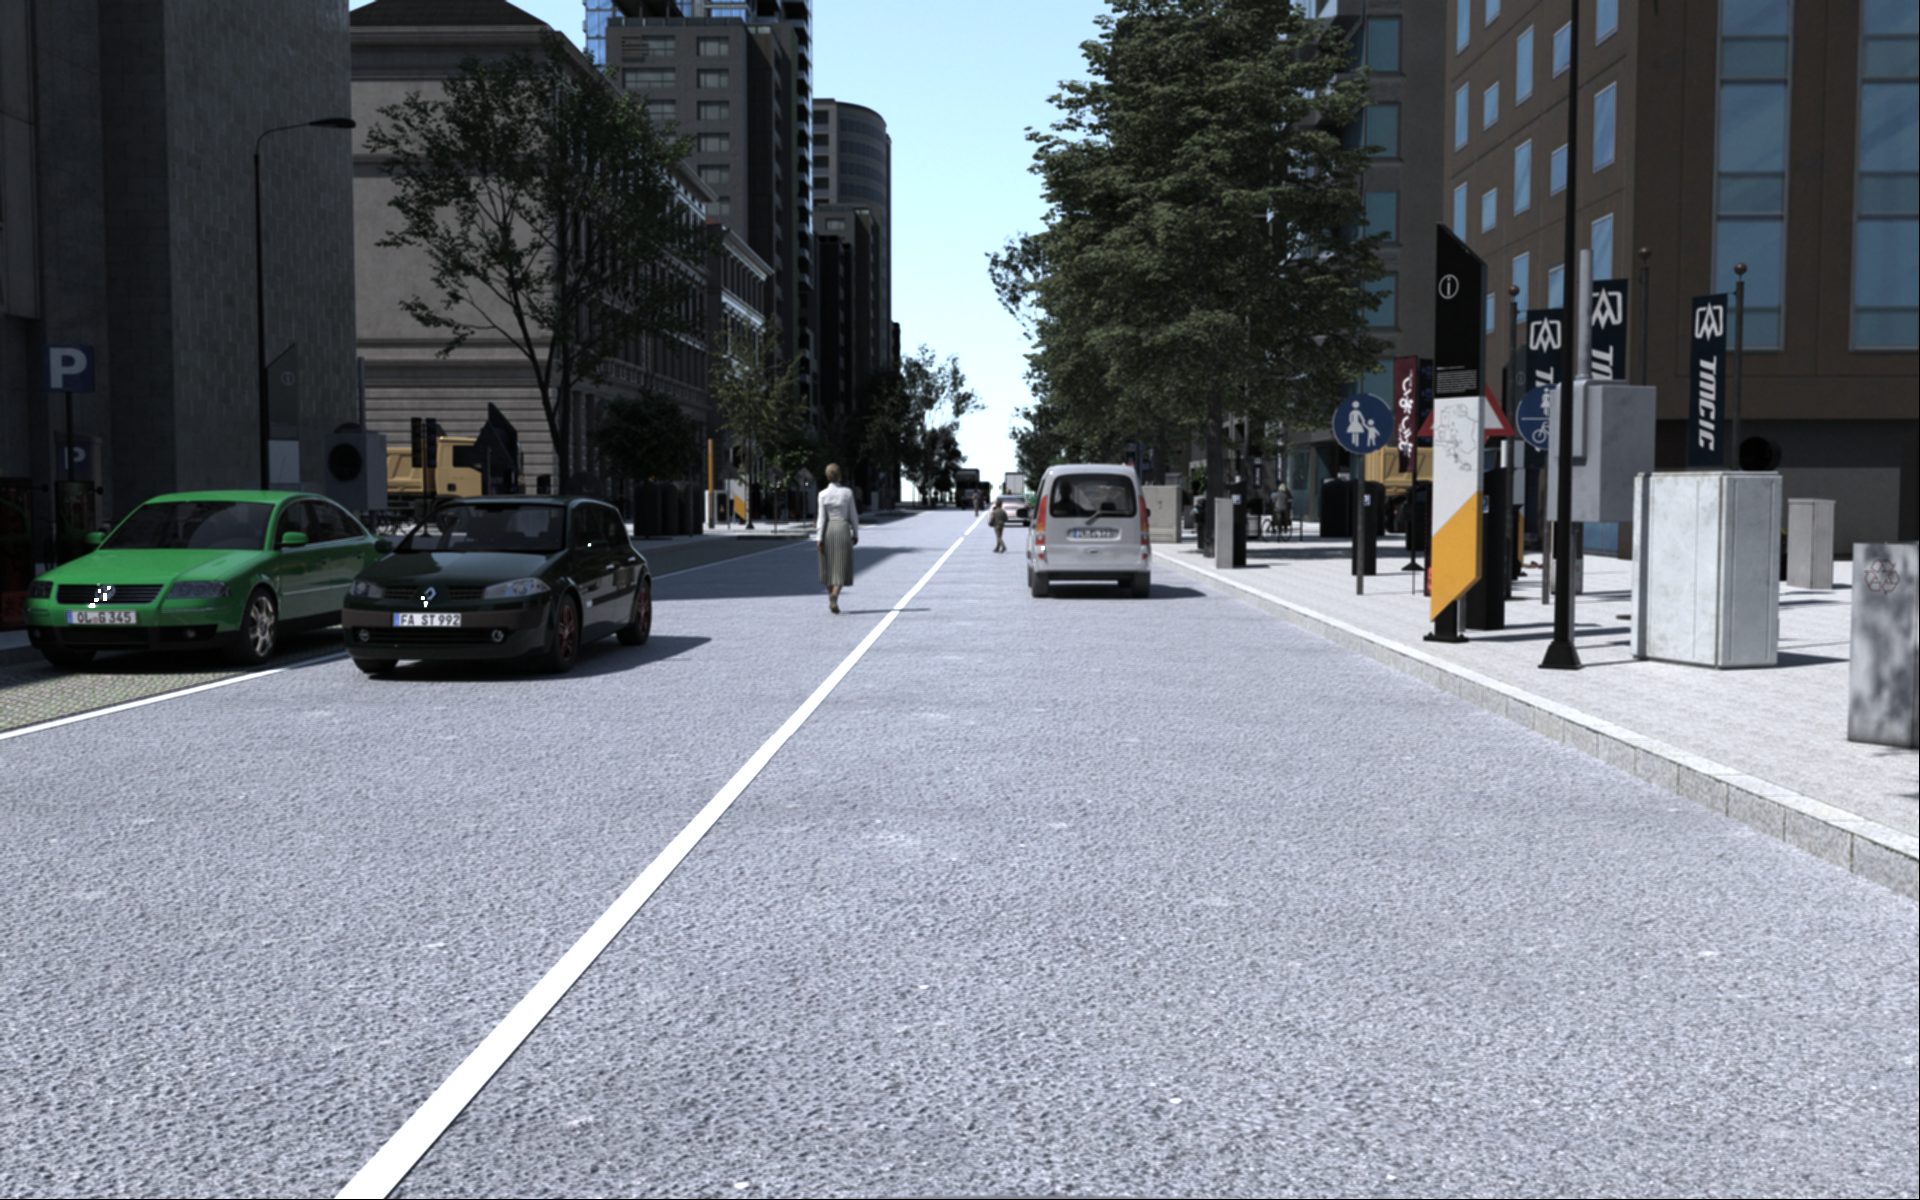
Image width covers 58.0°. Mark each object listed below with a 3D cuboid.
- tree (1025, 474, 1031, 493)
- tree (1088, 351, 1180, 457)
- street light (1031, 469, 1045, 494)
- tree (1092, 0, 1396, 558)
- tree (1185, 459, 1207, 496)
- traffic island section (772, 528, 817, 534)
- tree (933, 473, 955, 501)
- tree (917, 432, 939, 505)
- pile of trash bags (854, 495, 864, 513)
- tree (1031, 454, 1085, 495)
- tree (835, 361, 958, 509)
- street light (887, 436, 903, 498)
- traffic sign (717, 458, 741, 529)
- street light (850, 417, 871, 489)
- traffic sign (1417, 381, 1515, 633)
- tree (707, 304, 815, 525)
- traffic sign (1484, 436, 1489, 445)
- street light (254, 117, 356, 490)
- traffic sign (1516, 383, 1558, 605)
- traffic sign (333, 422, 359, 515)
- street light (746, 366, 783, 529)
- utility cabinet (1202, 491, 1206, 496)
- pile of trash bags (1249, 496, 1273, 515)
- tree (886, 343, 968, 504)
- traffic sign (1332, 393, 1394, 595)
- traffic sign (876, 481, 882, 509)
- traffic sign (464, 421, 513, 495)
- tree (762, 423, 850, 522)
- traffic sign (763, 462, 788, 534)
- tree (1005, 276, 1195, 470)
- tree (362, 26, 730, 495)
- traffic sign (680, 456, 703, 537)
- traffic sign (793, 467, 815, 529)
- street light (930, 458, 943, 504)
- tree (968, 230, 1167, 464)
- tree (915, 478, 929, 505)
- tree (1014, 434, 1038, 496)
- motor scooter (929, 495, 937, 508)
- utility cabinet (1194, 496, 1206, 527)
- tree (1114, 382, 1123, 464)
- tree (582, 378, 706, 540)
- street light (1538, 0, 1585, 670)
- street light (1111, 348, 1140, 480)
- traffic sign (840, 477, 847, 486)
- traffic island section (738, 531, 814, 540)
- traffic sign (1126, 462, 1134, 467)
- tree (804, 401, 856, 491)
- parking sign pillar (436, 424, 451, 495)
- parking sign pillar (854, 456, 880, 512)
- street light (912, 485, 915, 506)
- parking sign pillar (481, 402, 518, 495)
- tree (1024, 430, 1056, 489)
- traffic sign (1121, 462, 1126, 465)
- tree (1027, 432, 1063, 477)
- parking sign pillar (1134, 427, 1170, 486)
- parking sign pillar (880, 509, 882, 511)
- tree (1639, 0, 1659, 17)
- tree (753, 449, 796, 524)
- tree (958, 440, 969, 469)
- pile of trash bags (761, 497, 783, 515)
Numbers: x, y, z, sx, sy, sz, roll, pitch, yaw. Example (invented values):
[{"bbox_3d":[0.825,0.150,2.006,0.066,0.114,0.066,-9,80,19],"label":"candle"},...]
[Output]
[{"bbox_3d":[9.417,-11.074,164.770,4.285,4.588,4.351,0,3,0],"label":"tree"},{"bbox_3d":[7.484,-7.576,74.222,4.360,8.622,3.978,0,3,0],"label":"tree"},{"bbox_3d":[7.885,-12.254,172.891,1.470,5.913,1.316,0,4,1],"label":"street light"},{"bbox_3d":[4.754,-7.148,35.002,7.486,12.596,7.792,0,3,0],"label":"tree"},{"bbox_3d":[13.288,-6.220,96.299,1.663,3.219,1.824,0,3,0],"label":"tree"},{"bbox_3d":[-5.696,-2.499,63.143,2.009,0.180,2.903,0,4,1],"label":"traffic island section"},{"bbox_3d":[-2.357,-18.721,289.806,4.285,4.588,4.351,0,3,0],"label":"tree"},{"bbox_3d":[-4.520,-14.999,195.598,4.737,8.622,4.395,0,3,0],"label":"tree"},{"bbox_3d":[-7.405,-6.615,117.910,1.912,1.369,3.447,-2,4,-26],"label":"pile of trash bags"},{"bbox_3d":[7.961,-8.816,127.858,4.285,4.588,4.351,0,3,0],"label":"tree"},{"bbox_3d":[-6.615,-14.215,149.421,9.611,12.733,9.660,0,3,0],"label":"tree"},{"bbox_3d":[-5.262,-10.210,139.469,1.470,5.913,1.316,0,4,1],"label":"street light"},{"bbox_3d":[-8.386,-3.842,62.827,0.884,2.594,0.081,0,4,5],"label":"traffic sign"},{"bbox_3d":[-6.022,-8.045,104.081,1.470,5.913,1.316,0,4,1],"label":"street light"},{"bbox_3d":[4.656,-0.978,15.995,0.884,2.594,0.081,0,4,5],"label":"traffic sign"},{"bbox_3d":[-8.186,-7.219,68.393,4.737,8.622,4.395,0,3,0],"label":"tree"},{"bbox_3d":[6.684,-1.411,23.178,0.768,2.556,0.104,0,4,6],"label":"traffic sign"},{"bbox_3d":[-8.142,-2.995,21.515,1.470,5.913,1.316,0,4,1],"label":"street light"},{"bbox_3d":[6.809,-1.220,20.060,0.768,2.556,0.104,0,4,7],"label":"traffic sign"},{"bbox_3d":[-10.825,-1.878,30.806,0.768,2.556,0.104,0,4,3],"label":"traffic sign"},{"bbox_3d":[-7.110,-5.529,62.934,1.470,5.913,1.316,0,4,1],"label":"street light"},{"bbox_3d":[16.555,-6.623,116.967,0.318,1.500,1.173,0,4,-3],"label":"utility cabinet"},{"bbox_3d":[18.232,-5.876,105.831,1.912,1.369,3.447,-3,5,-42],"label":"pile of trash bags"},{"bbox_3d":[-3.657,-21.940,214.605,12.611,20.169,13.585,0,3,0],"label":"tree"},{"bbox_3d":[5.096,-1.339,21.991,0.768,2.556,0.104,0,4,3],"label":"traffic sign"},{"bbox_3d":[-6.273,-7.998,132.898,0.606,2.300,0.079,0,4,6],"label":"traffic sign"},{"bbox_3d":[-8.365,-1.879,30.732,0.884,2.594,0.081,0,4,3],"label":"traffic sign"},{"bbox_3d":[-7.561,-5.875,79.771,4.285,4.588,4.351,0,3,0],"label":"tree"},{"bbox_3d":[-5.869,-3.147,55.098,0.795,2.450,0.064,0,4,1],"label":"traffic sign"},{"bbox_3d":[7.273,-10.415,87.300,9.611,12.733,9.660,0,3,0],"label":"tree"},{"bbox_3d":[-9.398,-6.998,40.169,9.928,11.665,9.643,0,3,0],"label":"tree"},{"bbox_3d":[-7.994,-3.136,51.385,0.768,2.556,0.104,0,4,5],"label":"traffic sign"},{"bbox_3d":[-5.672,-3.635,63.081,0.795,2.450,0.064,0,4,1],"label":"traffic sign"},{"bbox_3d":[-3.174,-15.316,222.949,1.470,5.913,1.316,0,4,1],"label":"street light"},{"bbox_3d":[8.203,-15.557,110.251,12.611,20.169,13.585,0,3,0],"label":"tree"},{"bbox_3d":[-4.447,-13.002,207.180,1.663,3.219,1.824,0,3,0],"label":"tree"},{"bbox_3d":[11.998,-21.103,270.782,9.928,11.665,9.643,0,3,0],"label":"tree"},{"bbox_3d":[-2.718,-9.962,175.650,0.815,1.314,1.986,0,4,3],"label":"motor scooter"},{"bbox_3d":[9.509,-3.490,68.231,0.306,1.237,1.020,-1,4,-14],"label":"utility cabinet"},{"bbox_3d":[9.565,-8.879,95.530,4.737,8.622,4.395,0,3,0],"label":"tree"},{"bbox_3d":[-8.914,-3.992,48.980,4.285,4.588,4.351,0,3,0],"label":"tree"},{"bbox_3d":[3.903,-2.453,12.640,1.470,5.913,1.316,0,4,1],"label":"street light"},{"bbox_3d":[5.033,-4.993,54.177,1.470,5.913,1.316,0,4,1],"label":"street light"},{"bbox_3d":[-7.051,-6.265,102.535,0.768,2.556,0.104,0,4,5],"label":"traffic sign"},{"bbox_3d":[-5.893,-2.011,55.161,2.009,0.180,2.903,0,4,1],"label":"traffic island section"},{"bbox_3d":[6.904,-4.248,69.565,0.768,2.556,0.104,0,4,7],"label":"traffic sign"},{"bbox_3d":[-10.334,-11.390,136.595,4.360,8.622,3.978,0,3,0],"label":"tree"},{"bbox_3d":[-19.648,-4.725,65.718,1.447,3.967,1.447,-3,5,-42],"label":"parking sign pillar"},{"bbox_3d":[-6.874,-8.193,122.431,1.447,3.967,1.447,3,5,42],"label":"parking sign pillar"},{"bbox_3d":[-4.298,-12.744,180.901,1.470,5.913,1.316,0,4,1],"label":"street light"},{"bbox_3d":[-13.436,-3.795,50.526,1.447,3.967,1.447,3,5,43],"label":"parking sign pillar"},{"bbox_3d":[9.200,-14.479,187.099,4.737,8.622,4.395,0,3,0],"label":"tree"},{"bbox_3d":[5.171,-3.129,54.807,0.795,2.450,0.064,0,4,1],"label":"traffic sign"},{"bbox_3d":[8.039,-12.834,160.201,4.360,8.622,3.978,0,3,0],"label":"tree"},{"bbox_3d":[7.338,-4.763,66.340,1.447,3.967,1.447,2,4,26],"label":"parking sign pillar"},{"bbox_3d":[-6.497,-8.547,128.210,1.447,3.967,1.447,0,4,-7],"label":"parking sign pillar"},{"bbox_3d":[5.007,-4.345,5.457,8.767,10.594,7.601,-2,4,-31],"label":"tree"},{"bbox_3d":[-7.747,-4.853,73.950,1.663,3.219,1.824,0,3,0],"label":"tree"},{"bbox_3d":[-3.036,-22.296,281.554,9.611,12.733,9.660,0,3,0],"label":"tree"},{"bbox_3d":[-11.273,-5.797,104.528,3.447,1.369,1.912,-2,4,-24],"label":"pile of trash bags"}]
